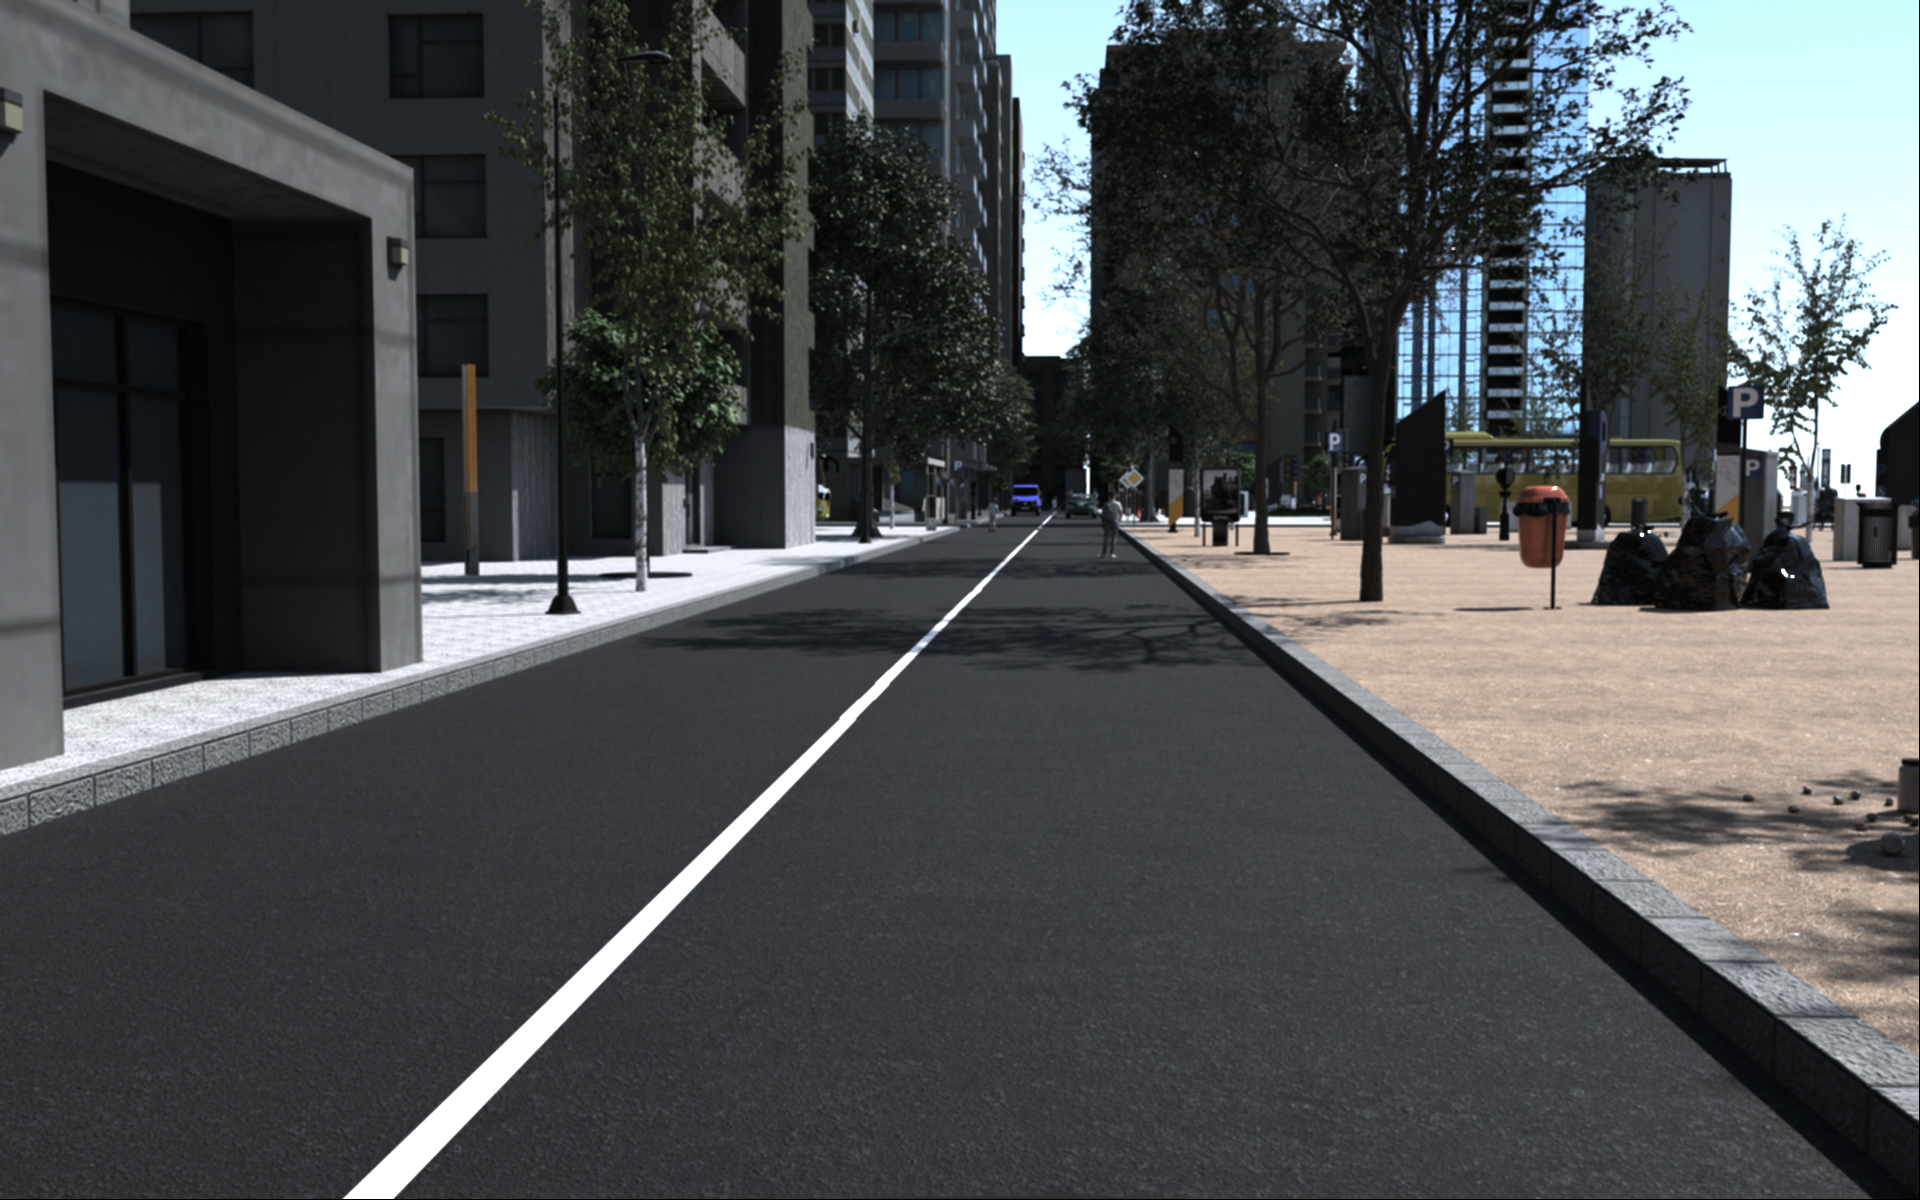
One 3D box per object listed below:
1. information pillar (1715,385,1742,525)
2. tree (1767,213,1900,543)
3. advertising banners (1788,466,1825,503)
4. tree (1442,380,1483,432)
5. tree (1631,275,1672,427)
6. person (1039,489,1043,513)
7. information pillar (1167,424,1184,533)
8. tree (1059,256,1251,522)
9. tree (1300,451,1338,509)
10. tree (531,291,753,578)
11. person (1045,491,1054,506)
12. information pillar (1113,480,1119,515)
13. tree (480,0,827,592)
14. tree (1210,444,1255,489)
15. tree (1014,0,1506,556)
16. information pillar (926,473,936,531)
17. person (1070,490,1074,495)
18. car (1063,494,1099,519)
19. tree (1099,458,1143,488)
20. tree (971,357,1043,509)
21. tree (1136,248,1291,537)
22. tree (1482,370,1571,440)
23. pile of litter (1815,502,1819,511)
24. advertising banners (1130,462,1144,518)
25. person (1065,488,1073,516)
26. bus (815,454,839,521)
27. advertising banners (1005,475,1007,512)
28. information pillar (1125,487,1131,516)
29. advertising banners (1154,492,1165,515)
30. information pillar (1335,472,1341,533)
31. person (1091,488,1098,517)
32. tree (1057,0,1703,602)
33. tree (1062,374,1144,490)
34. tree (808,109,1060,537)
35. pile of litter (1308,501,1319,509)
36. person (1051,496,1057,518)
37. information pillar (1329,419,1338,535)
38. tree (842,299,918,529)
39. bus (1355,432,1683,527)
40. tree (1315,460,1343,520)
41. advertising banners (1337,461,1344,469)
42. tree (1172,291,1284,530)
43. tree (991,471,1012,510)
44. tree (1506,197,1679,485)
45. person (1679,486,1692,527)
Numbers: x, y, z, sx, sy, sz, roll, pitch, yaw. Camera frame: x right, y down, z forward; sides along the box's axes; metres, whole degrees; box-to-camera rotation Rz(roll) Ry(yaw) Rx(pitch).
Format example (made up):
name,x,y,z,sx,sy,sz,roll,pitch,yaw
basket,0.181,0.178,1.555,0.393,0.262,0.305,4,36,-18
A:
name,x,y,z,sx,sy,sz,roll,pitch,yaw
information pillar,16.411,-2.793,37.028,0.504,3.616,0.183,2,4,26
tree,22.117,-5.812,45.387,4.737,8.622,4.395,0,3,0
advertising banners,51.932,-6.737,106.341,2.074,3.025,0.090,2,4,34
tree,32.359,-9.925,112.633,4.737,8.622,4.395,0,3,0
tree,24.798,-6.616,58.531,4.737,8.622,4.395,0,3,0
person,6.069,-7.523,131.597,0.616,1.811,0.778,-1,4,-15
information pillar,7.183,-4.058,57.696,0.504,3.616,0.183,1,4,11
tree,8.791,-10.003,80.550,9.611,12.733,9.660,0,3,0
tree,26.799,-8.783,127.315,4.285,4.588,4.351,0,3,0
tree,-4.947,-2.650,27.042,4.285,4.588,4.351,0,3,0
person,11.083,-12.570,214.152,1.348,1.807,0.705,-1,4,-9
information pillar,8.119,-5.225,89.916,0.304,2.012,0.304,0,4,8
tree,-3.965,-4.421,22.652,4.737,8.622,4.395,0,3,0
tree,17.830,-7.871,112.406,4.285,4.588,4.351,0,3,0
tree,6.233,-7.696,36.193,12.009,13.543,11.850,0,3,0
information pillar,-1.009,-3.435,60.649,0.304,2.012,0.304,-1,4,-16
person,9.455,-8.384,145.823,0.600,1.795,0.529,-1,4,-10
car,7.143,-5.516,101.982,2.131,1.459,4.920,0,4,4
tree,10.982,-7.991,114.373,4.285,4.588,4.351,0,3,0
tree,3.469,-13.810,143.917,7.486,12.596,7.792,0,3,0
tree,7.278,-6.172,51.270,4.360,8.622,3.978,0,3,0
tree,33.444,-9.176,100.389,4.737,8.622,4.395,0,3,0
pile of litter,51.119,-5.515,104.127,1.176,0.858,1.719,3,5,42
advertising banners,9.526,-5.851,91.844,0.090,3.025,2.074,3,4,36
person,7.184,-6.435,113.895,0.473,1.802,0.592,-1,4,-11
bus,-11.289,-4.901,71.672,12.252,3.916,2.896,0,4,5
advertising banners,3.330,-7.965,126.409,0.090,3.025,2.074,0,3,0
information pillar,9.818,-5.912,101.146,0.304,2.012,0.304,-1,4,-11
advertising banners,12.559,-6.769,106.868,0.090,3.025,2.074,-2,4,-30
information pillar,12.699,-3.258,57.756,0.304,2.012,0.304,1,4,18
person,8.284,-6.031,107.283,0.511,1.800,0.466,2,4,27
tree,4.717,-5.247,20.196,8.767,10.594,7.601,2,4,35
tree,12.111,-13.028,138.767,9.928,11.665,9.643,0,3,0
tree,-2.710,-8.251,51.919,9.611,12.733,9.660,0,3,0
pile of litter,21.928,-5.700,107.162,1.176,0.858,1.719,-3,4,-37
person,5.502,-5.449,101.869,0.394,1.301,0.425,2,4,28
information pillar,11.645,-3.829,53.964,0.183,3.616,0.504,0,4,1
tree,-2.735,-6.947,63.940,4.737,8.622,4.395,0,3,0
bus,22.166,-4.738,69.016,12.252,3.916,2.896,0,4,4
tree,18.666,-5.588,85.959,1.663,3.219,1.824,0,3,0
advertising banners,20.377,-5.713,89.588,2.074,3.025,0.090,1,4,8
tree,9.703,-6.824,61.938,4.737,8.622,4.395,0,3,0
tree,3.354,-8.807,138.598,1.663,3.219,1.824,0,3,0
tree,16.144,-5.716,43.822,4.360,8.622,3.978,0,3,0
person,29.445,-3.742,70.228,0.362,1.759,0.519,-2,4,-28
